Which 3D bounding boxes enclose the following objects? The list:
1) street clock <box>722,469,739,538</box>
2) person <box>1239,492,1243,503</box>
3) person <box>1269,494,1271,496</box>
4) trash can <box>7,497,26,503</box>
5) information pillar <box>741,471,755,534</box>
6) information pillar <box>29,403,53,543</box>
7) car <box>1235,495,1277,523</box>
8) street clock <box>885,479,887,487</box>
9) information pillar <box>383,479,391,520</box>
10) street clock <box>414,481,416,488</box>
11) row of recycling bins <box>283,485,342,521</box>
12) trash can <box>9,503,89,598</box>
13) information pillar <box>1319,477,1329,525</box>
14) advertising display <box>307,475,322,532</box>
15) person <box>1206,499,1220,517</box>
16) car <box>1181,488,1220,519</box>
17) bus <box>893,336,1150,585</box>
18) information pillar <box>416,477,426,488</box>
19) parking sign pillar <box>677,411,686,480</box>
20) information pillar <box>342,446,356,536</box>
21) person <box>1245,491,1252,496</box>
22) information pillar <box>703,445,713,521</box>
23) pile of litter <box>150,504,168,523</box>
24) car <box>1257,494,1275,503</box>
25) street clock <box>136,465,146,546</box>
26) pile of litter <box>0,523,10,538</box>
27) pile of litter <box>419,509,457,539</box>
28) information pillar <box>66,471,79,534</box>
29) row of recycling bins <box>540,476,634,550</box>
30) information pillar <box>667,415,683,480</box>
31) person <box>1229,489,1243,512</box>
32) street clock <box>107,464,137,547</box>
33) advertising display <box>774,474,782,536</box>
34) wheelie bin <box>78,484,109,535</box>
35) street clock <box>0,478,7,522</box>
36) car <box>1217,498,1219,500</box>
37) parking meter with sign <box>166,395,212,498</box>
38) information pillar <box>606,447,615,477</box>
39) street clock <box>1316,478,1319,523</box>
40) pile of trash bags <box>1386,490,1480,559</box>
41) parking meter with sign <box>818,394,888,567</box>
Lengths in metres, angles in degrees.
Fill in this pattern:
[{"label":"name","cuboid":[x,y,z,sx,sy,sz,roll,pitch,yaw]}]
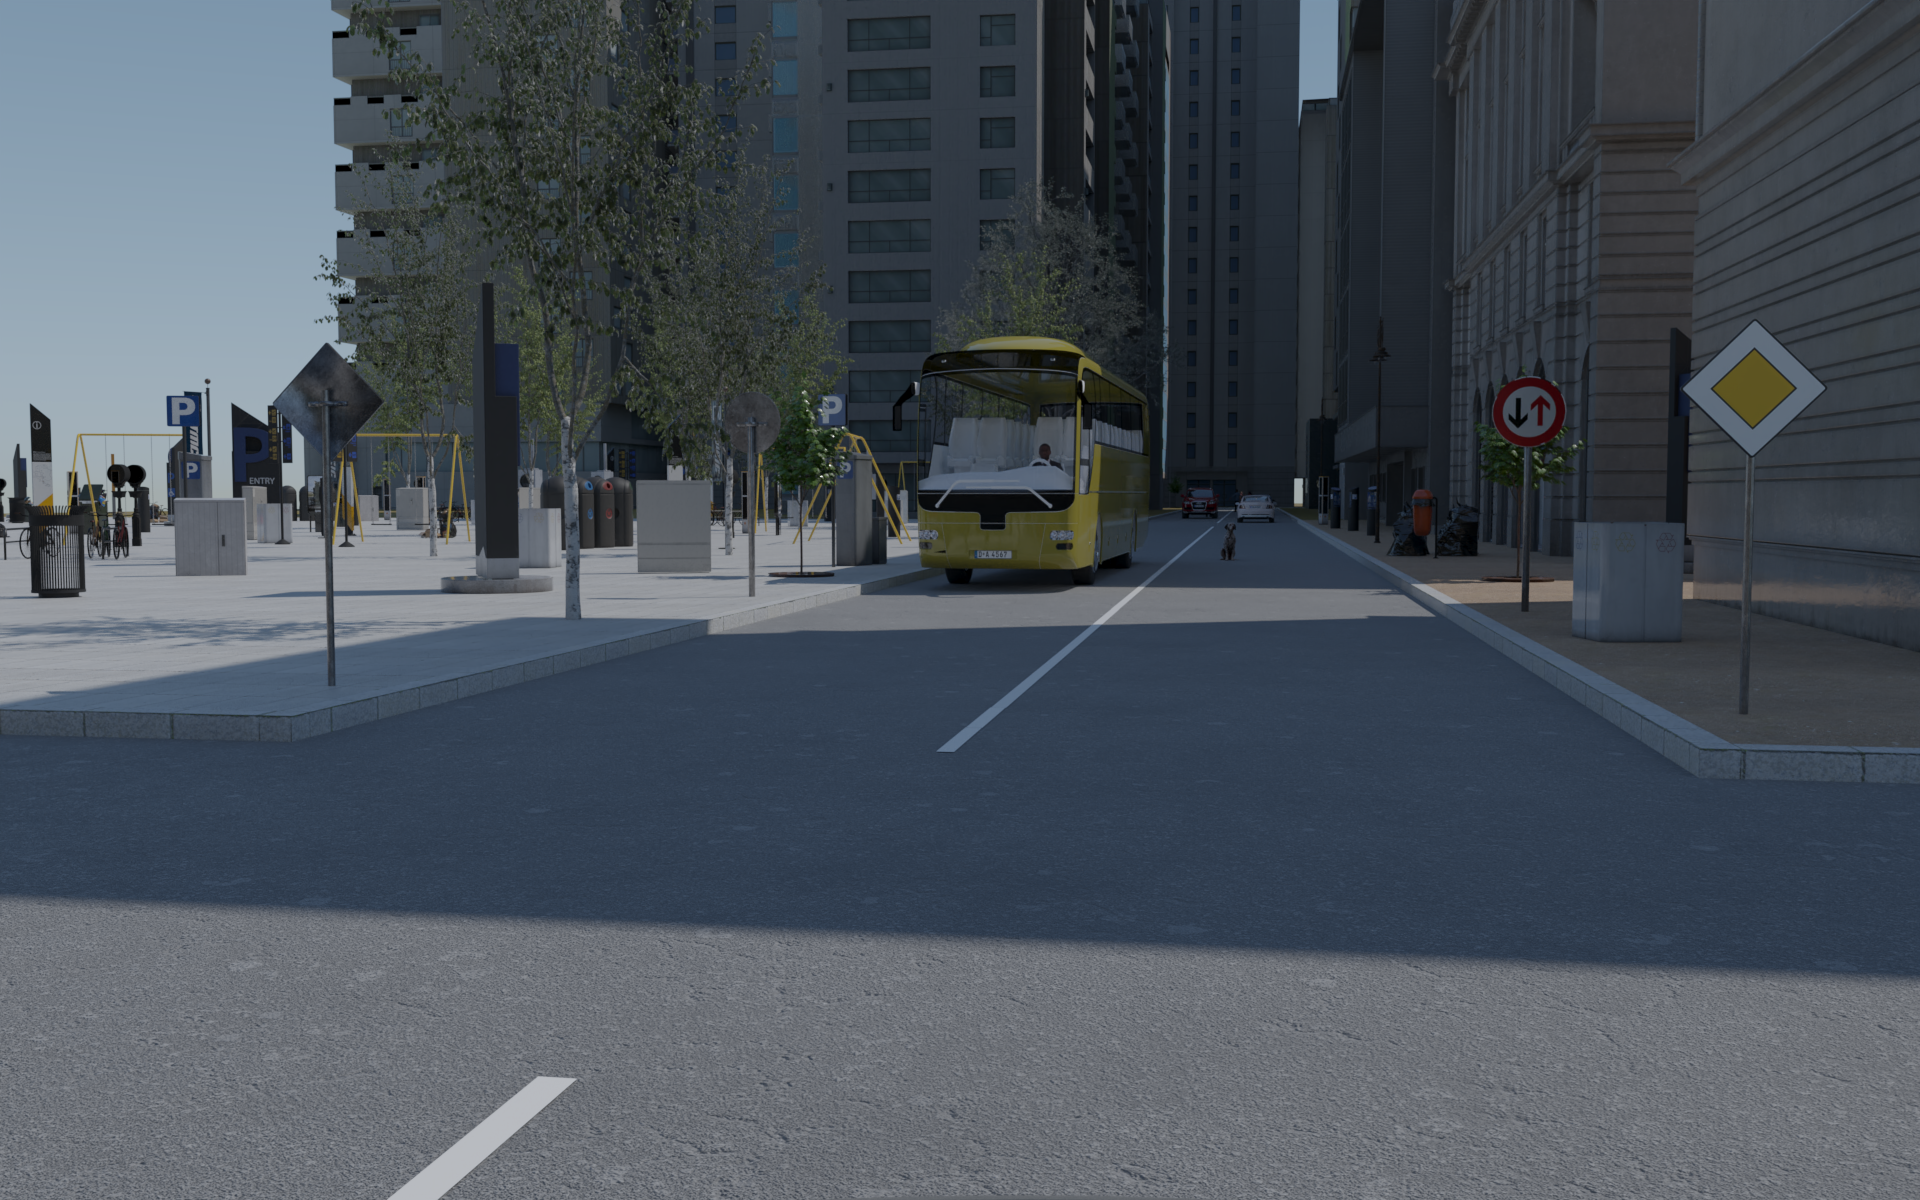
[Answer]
[{"label":"street clock","cuboid":[-6.687,-2.799,50.327,0.471,2.002,0.358,2,4,27]},{"label":"person","cuboid":[24.374,-8.562,149.960,0.415,1.643,0.593,-3,5,-41]},{"label":"person","cuboid":[22.971,-7.207,129.564,0.421,1.427,0.697,-2,4,-35]},{"label":"trash can","cuboid":[-41.440,-3.942,76.113,0.748,1.137,0.748,0,3,0]},{"label":"information pillar","cuboid":[-6.865,-3.159,56.135,0.304,2.012,0.304,3,5,40]},{"label":"information pillar","cuboid":[-23.801,-3.274,44.878,0.504,3.616,0.183,-3,5,-43]},{"label":"car","cuboid":[15.006,-4.615,87.815,2.083,1.381,4.827,1,4,10]},{"label":"street clock","cuboid":[-3.765,-4.899,84.670,0.358,2.002,0.471,2,4,30]},{"label":"information pillar","cuboid":[-28.205,-4.941,85.274,0.304,2.012,0.304,-1,4,-12]},{"label":"street clock","cuboid":[-25.494,-4.718,81.709,0.471,2.002,0.358,1,4,11]},{"label":"row of recycling bins","cuboid":[-30.549,-4.608,82.449,3.534,1.692,1.069,-2,4,-28]},{"label":"trash can","cuboid":[-11.224,-0.605,21.538,0.748,1.137,0.748,0,3,0]},{"label":"information pillar","cuboid":[15.222,-4.159,72.484,0.304,2.012,0.304,-1,4,-18]},{"label":"advertising display","cuboid":[-21.537,-3.244,58.256,0.974,1.923,0.123,1,4,23]},{"label":"person","cuboid":[15.485,-6.065,107.677,1.348,1.822,0.705,-1,4,-16]},{"label":"car","cuboid":[14.195,-5.726,102.292,2.281,1.827,5.304,1,4,9]},{"label":"bus","cuboid":[1.596,-2.395,30.701,2.896,3.916,12.252,1,4,11]},{"label":"information pillar","cuboid":[-22.722,-4.193,73.053,0.304,2.012,0.304,0,3,0]},{"label":"parking sign pillar","cuboid":[-9.016,-4.088,55.306,1.447,3.967,1.447,-1,4,-15]},{"label":"information pillar","cuboid":[-18.812,-3.783,53.202,0.504,3.616,0.183,3,4,36]},{"label":"person","cuboid":[22.378,-7.611,134.408,0.593,1.643,0.415,1,4,9]},{"label":"information pillar","cuboid":[-12.028,-5.595,82.829,0.504,3.616,0.183,1,4,19]},{"label":"pile of litter","cuboid":[-36.019,-3.891,77.587,1.719,0.858,1.176,-1,4,-19]},{"label":"car","cuboid":[21.072,-6.687,121.330,2.014,1.417,4.499,0,4,8]},{"label":"street clock","cuboid":[-20.227,-2.320,42.506,0.471,2.002,0.358,-1,4,-11]},{"label":"pile of litter","cuboid":[-28.693,-2.245,50.678,1.719,0.858,1.176,-3,5,-41]},{"label":"pile of litter","cuboid":[-15.343,-2.254,50.815,1.176,0.858,1.719,0,4,8]},{"label":"information pillar","cuboid":[-28.680,-3.151,56.005,0.304,2.012,0.304,-2,4,-34]},{"label":"row of recycling bins","cuboid":[-8.843,-2.072,40.986,1.069,1.692,3.534,1,4,17]},{"label":"information pillar","cuboid":[-8.269,-3.608,50.343,0.504,3.616,0.183,-3,5,-42]},{"label":"person","cuboid":[21.981,-7.894,137.558,1.348,1.826,0.705,-1,4,-18]},{"label":"street clock","cuboid":[-20.285,-2.277,41.800,0.471,2.002,0.358,0,4,8]},{"label":"advertising display","cuboid":[-5.658,-2.976,53.879,0.123,1.923,0.974,0,4,2]},{"label":"wheelie bin","cuboid":[-27.475,-2.875,54.910,0.980,1.594,0.693,0,4,4]},{"label":"street clock","cuboid":[-43.788,-4.556,79.068,0.471,2.002,0.358,-1,4,-10]},{"label":"car","cuboid":[19.203,-7.753,135.801,2.155,1.783,4.494,1,4,11]},{"label":"parking meter with sign","cuboid":[-13.887,-2.158,31.541,0.543,3.016,1.738,-1,4,-10]},{"label":"information pillar","cuboid":[-17.437,-5.818,86.484,0.183,3.616,0.504,3,4,36]},{"label":"street clock","cuboid":[16.031,-4.417,76.790,0.358,2.002,0.471,-2,4,-29]},{"label":"pile of trash bags","cuboid":[9.761,-1.597,35.863,1.912,1.369,3.447,1,4,21]},{"label":"parking meter with sign","cuboid":[-1.872,-2.126,31.026,0.543,3.016,1.738,2,4,25]}]
